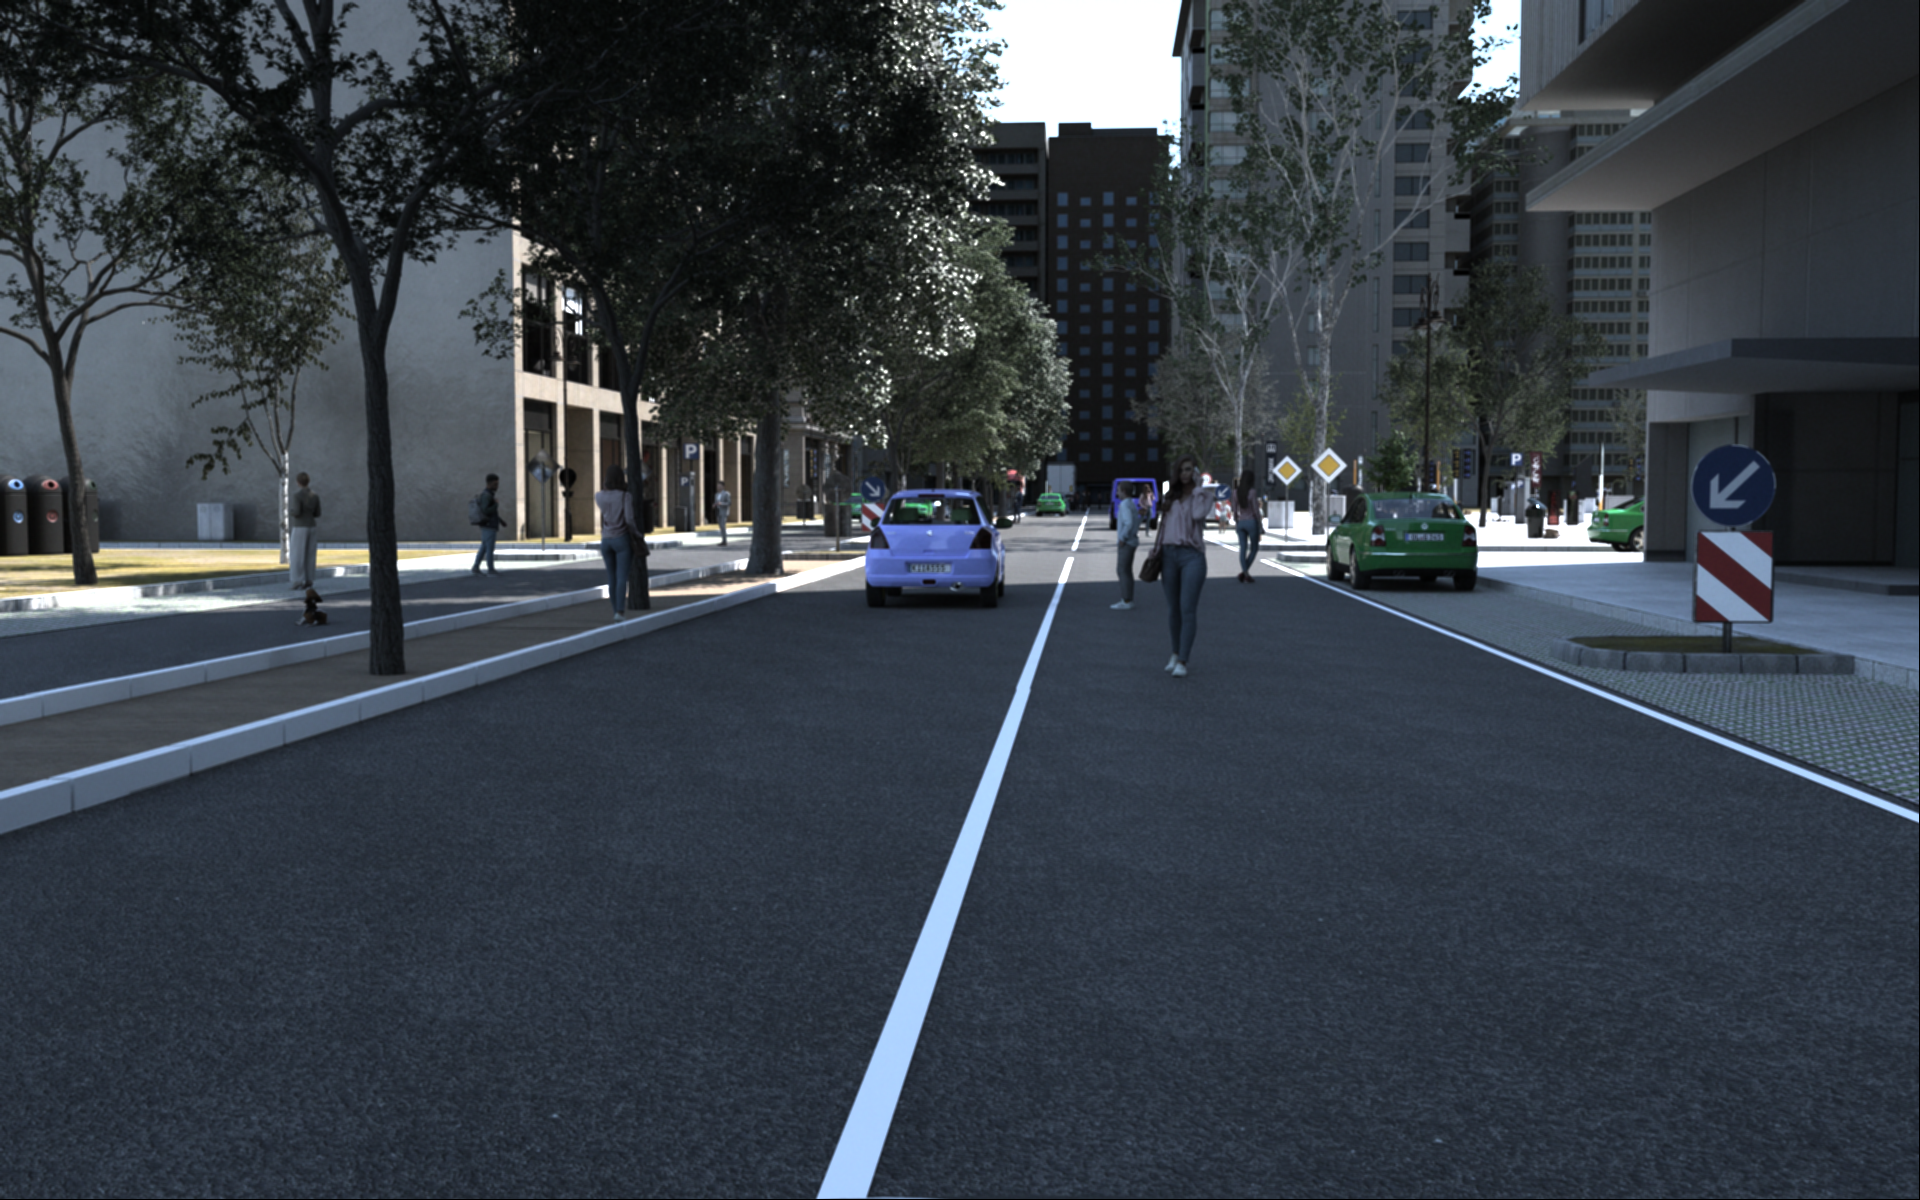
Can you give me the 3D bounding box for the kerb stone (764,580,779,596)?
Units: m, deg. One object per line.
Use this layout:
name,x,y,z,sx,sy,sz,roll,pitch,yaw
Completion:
kerb stone,-2.762,-0.150,24.670,0.120,0.150,1.000,0,4,4

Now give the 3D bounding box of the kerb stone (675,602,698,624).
kerb stone,-3.156,0.161,19.557,0.120,0.150,1.000,0,4,4

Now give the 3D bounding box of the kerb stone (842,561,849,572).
kerb stone,-2.209,-0.581,31.821,0.120,0.150,1.000,0,4,4

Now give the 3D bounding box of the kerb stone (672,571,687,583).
kerb stone,-4.616,-0.349,27.932,0.120,0.150,1.000,0,4,4

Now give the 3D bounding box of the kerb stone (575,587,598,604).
kerb stone,-5.007,-0.038,22.809,0.120,0.150,1.000,0,4,4

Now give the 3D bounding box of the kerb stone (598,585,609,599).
kerb stone,-4.935,-0.100,23.832,0.120,0.150,1.000,0,4,4

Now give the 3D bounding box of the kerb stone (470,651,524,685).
kerb stone,-3.624,0.536,13.432,0.120,0.150,1.000,0,4,4

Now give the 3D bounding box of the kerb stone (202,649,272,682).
kerb stone,-5.722,0.525,13.613,0.120,0.150,1.000,0,4,4

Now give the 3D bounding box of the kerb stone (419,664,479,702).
kerb stone,-3.706,0.601,12.410,0.120,0.150,1.000,0,4,4

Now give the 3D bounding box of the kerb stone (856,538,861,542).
kerb stone,-2.994,-1.632,48.904,0.120,0.150,1.000,0,4,4

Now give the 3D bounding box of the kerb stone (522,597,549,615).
kerb stone,-5.175,0.092,20.757,0.120,0.150,1.000,0,4,4

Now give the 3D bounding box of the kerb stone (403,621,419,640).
kerb stone,-5.486,0.342,16.671,0.120,0.150,1.000,0,4,4

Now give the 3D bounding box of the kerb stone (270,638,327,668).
kerb stone,-5.649,0.463,14.633,0.120,0.150,1.000,0,4,4

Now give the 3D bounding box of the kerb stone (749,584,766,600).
kerb stone,-2.844,-0.088,23.642,0.120,0.150,1.000,0,4,4

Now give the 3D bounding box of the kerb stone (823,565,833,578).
kerb stone,-2.365,-0.464,29.781,0.120,0.150,1.000,0,4,4

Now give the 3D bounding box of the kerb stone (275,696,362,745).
kerb stone,-3.866,0.724,10.369,0.120,0.150,1.000,0,4,4

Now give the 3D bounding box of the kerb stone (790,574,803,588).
kerb stone,-2.606,-0.274,26.718,0.120,0.150,1.000,0,4,4

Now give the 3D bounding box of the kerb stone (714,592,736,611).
kerb stone,-2.991,0.039,21.604,0.120,0.150,1.000,0,4,4

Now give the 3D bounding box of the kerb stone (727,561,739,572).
kerb stone,-4.298,-0.601,32.021,0.120,0.150,1.000,0,4,4

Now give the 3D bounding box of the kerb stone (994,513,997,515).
kerb stone,2.462,-5.947,119.431,0.120,0.150,1.000,0,4,4

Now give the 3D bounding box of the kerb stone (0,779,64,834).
kerb stone,-4.100,0.913,7.302,0.120,0.150,1.000,0,4,4

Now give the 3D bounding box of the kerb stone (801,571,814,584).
kerb stone,-2.524,-0.339,27.739,0.120,0.150,1.000,0,4,4

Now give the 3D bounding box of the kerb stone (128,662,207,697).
kerb stone,-5.807,0.590,12.595,0.120,0.150,1.000,0,4,4

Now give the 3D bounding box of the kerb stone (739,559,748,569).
kerb stone,-4.218,-0.662,33.050,0.120,0.150,1.000,0,4,4

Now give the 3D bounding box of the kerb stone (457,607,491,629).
kerb stone,-5.324,0.213,18.712,0.120,0.150,1.000,0,4,4

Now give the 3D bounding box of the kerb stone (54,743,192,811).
kerb stone,-4.019,0.849,8.320,0.120,0.150,1.000,0,4,4

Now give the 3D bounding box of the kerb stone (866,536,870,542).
kerb stone,-2.835,-1.759,50.956,0.120,0.150,1.000,0,4,4

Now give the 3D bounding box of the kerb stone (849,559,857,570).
kerb stone,-2.128,-0.651,32.845,0.120,0.150,1.000,0,4,4

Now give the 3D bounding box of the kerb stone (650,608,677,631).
kerb stone,-3.237,0.224,18.538,0.120,0.150,1.000,0,4,4

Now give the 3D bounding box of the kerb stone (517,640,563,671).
kerb stone,-3.551,0.474,14.451,0.120,0.150,1.000,0,4,4

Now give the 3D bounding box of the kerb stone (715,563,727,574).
kerb stone,-4.380,-0.536,31.003,0.120,0.150,1.000,0,4,4

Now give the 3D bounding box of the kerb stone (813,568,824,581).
kerb stone,-2.440,-0.401,28.758,0.120,0.150,1.000,0,4,4

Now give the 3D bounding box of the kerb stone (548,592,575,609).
kerb stone,-5.087,0.025,21.786,0.120,0.150,1.000,0,4,4

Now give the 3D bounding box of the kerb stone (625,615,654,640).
kerb stone,-3.308,0.286,17.518,0.120,0.150,1.000,0,4,4

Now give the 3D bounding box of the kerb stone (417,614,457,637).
kerb stone,-5.405,0.276,17.690,0.120,0.150,1.000,0,4,4

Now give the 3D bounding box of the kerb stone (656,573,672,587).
kerb stone,-4.697,-0.288,26.906,0.120,0.150,1.000,0,4,4

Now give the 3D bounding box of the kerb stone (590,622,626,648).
kerb stone,-3.397,0.349,16.493,0.120,0.150,1.000,0,4,4

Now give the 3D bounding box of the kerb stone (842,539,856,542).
kerb stone,-3.073,-1.571,47.884,0.120,0.150,1.000,0,4,4

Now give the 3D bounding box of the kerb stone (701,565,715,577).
kerb stone,-4.460,-0.476,29.978,0.120,0.150,1.000,0,4,4

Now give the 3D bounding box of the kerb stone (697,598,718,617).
kerb stone,-3.079,0.106,20.576,0.120,0.150,1.000,0,4,4

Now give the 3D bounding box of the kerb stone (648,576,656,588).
kerb stone,-4.772,-0.226,25.886,0.120,0.150,1.000,0,4,4

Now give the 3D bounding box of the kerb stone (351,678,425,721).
kerb stone,-3.788,0.661,11.388,0.120,0.150,1.000,0,4,4

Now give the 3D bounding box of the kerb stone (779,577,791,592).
kerb stone,-2.687,-0.208,25.689,0.120,0.150,1.000,0,4,4

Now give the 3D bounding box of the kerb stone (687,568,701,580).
kerb stone,-4.538,-0.413,28.959,0.120,0.150,1.000,0,4,4

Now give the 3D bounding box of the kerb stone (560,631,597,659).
kerb stone,-3.473,0.416,15.474,0.120,0.150,1.000,0,4,4

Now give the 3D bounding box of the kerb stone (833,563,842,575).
kerb stone,-2.285,-0.526,30.801,0.120,0.150,1.000,0,4,4

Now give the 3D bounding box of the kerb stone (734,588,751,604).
kerb stone,-2.923,-0.026,22.623,0.120,0.150,1.000,0,4,4

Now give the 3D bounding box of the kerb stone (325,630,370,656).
kerb stone,-5.565,0.400,15.652,0.120,0.150,1.000,0,4,4

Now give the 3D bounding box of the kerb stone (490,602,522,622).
kerb stone,-5.248,0.151,19.731,0.120,0.150,1.000,0,4,4

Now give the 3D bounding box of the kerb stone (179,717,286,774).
kerb stone,-3.944,0.787,9.350,0.120,0.150,1.000,0,4,4

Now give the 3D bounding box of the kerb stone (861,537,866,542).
kerb stone,-2.914,-1.692,49.929,0.120,0.150,1.000,0,4,4
